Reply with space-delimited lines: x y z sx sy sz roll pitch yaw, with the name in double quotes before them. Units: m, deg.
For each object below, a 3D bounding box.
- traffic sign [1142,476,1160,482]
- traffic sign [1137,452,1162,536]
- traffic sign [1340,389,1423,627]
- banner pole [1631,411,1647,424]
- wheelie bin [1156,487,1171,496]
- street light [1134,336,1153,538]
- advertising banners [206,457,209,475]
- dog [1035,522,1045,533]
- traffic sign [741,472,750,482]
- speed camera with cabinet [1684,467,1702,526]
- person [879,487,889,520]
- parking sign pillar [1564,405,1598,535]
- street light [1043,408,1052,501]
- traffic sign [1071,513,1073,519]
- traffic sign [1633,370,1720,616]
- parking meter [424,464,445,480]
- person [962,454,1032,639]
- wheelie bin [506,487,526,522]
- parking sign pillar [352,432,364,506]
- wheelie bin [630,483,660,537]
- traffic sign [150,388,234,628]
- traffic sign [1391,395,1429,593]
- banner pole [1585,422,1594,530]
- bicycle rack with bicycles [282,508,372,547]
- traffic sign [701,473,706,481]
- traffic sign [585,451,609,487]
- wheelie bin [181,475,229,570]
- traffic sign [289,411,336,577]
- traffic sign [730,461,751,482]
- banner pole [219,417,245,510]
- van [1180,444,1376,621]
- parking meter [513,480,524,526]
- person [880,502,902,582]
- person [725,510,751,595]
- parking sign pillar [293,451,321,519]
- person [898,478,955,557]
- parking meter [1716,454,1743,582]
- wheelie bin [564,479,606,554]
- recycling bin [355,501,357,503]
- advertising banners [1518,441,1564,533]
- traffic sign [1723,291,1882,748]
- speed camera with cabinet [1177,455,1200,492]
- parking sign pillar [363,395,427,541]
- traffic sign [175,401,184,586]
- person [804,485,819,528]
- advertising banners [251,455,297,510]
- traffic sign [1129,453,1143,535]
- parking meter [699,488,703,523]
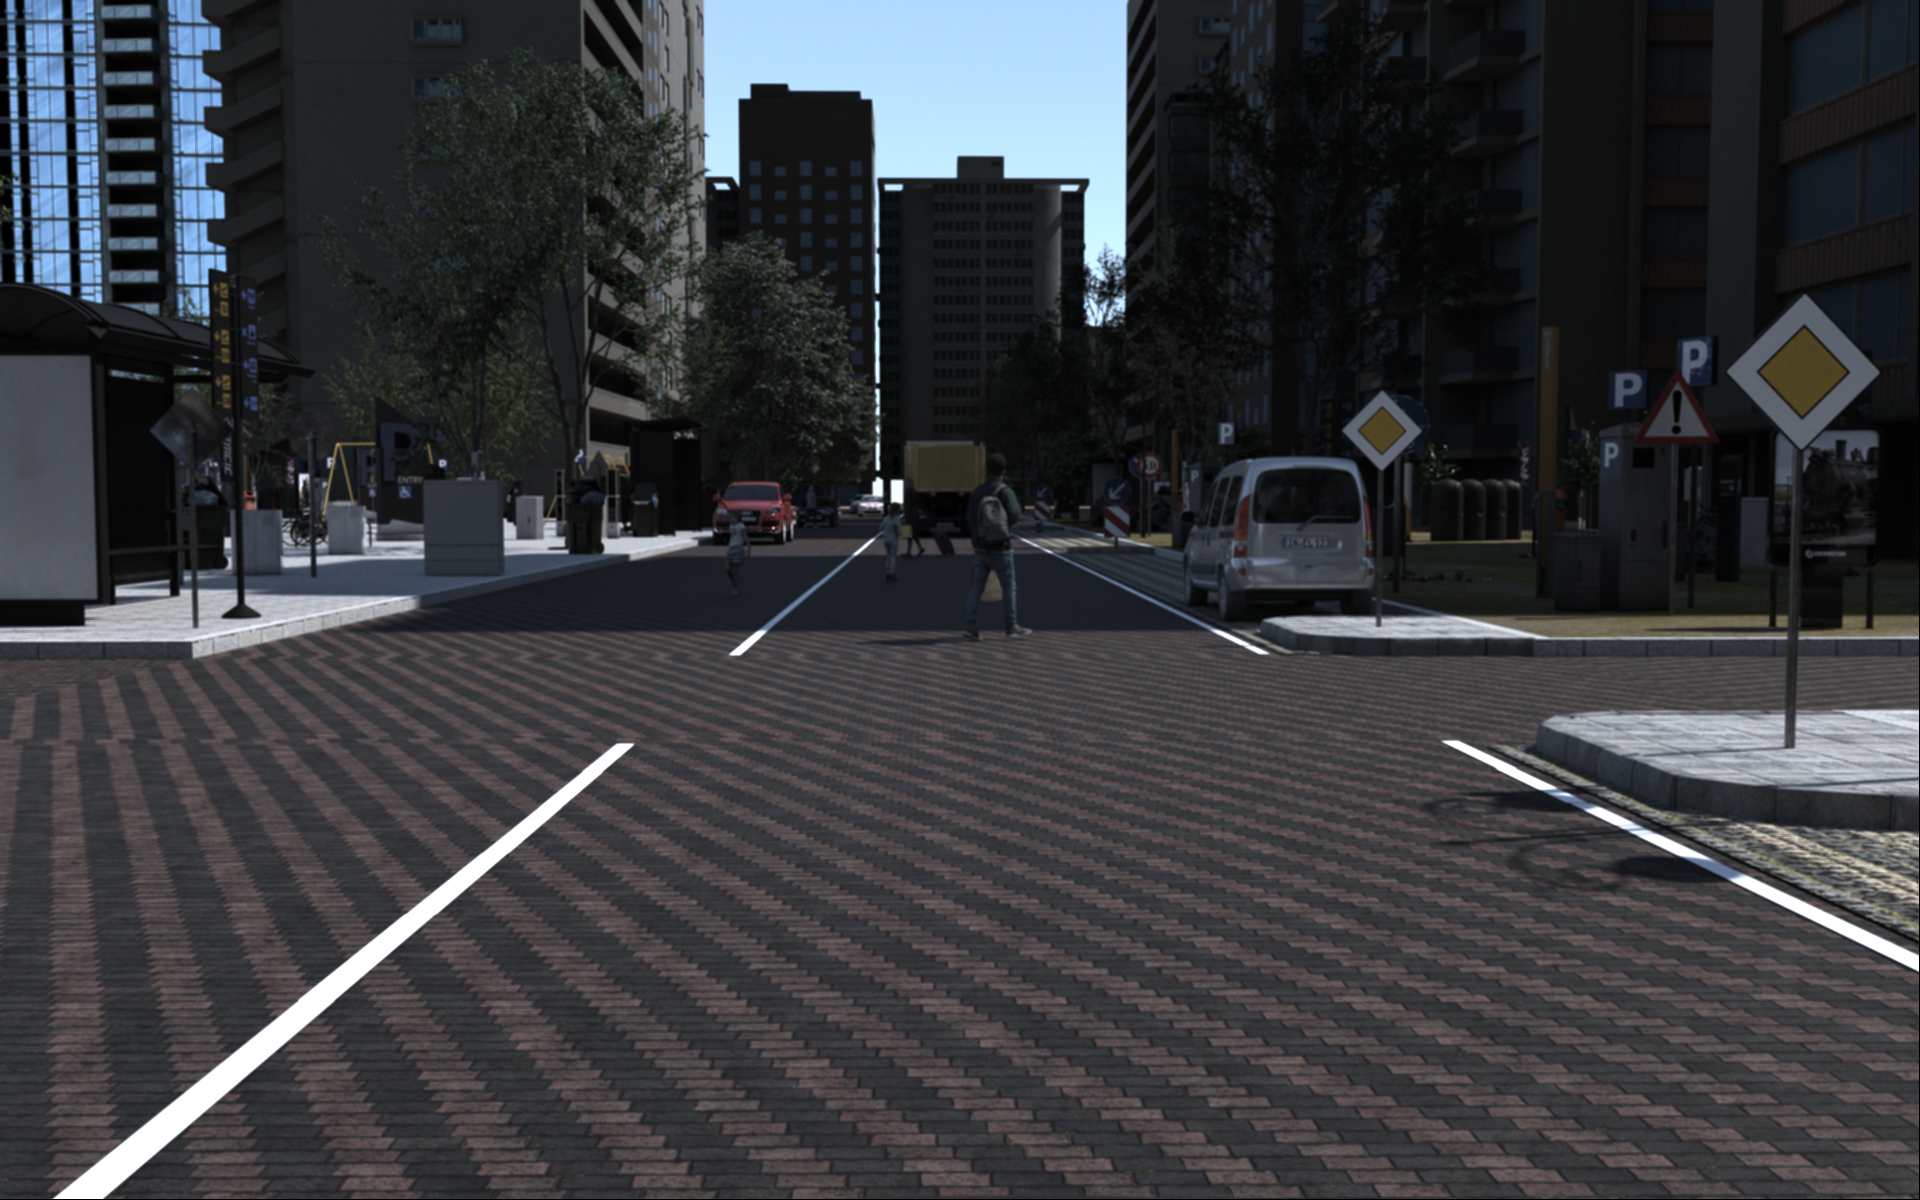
"traffic sign" 8.051 -4.492 73.446 0.884 2.594 0.081 0 4 8
"traffic sign" 5.793 -3.233 52.959 0.768 2.556 0.104 0 4 3
"traffic sign" 4.043 -0.797 16.675 0.795 2.450 0.064 0 4 -1
"banner pole" 20.650 -3.837 52.750 0.401 3.779 0.863 -1 4 -19
"wheelie bin" 8.798 -4.072 74.485 0.693 1.594 0.980 2 4 28
"street light" 5.402 -4.770 50.781 0.468 5.910 1.993 0 4 -1
"advertising banners" -23.894 -3.582 54.748 0.090 3.025 2.074 -2 4 -31
"dog" 2.970 -2.655 63.600 0.748 0.427 0.550 -3 5 -41
"traffic sign" -11.368 -5.532 90.548 0.768 2.556 0.104 0 4 1
"speed camera with cabinet" 25.749 -3.946 58.848 2.038 3.252 0.660 3 5 44
"person" -4.122 -5.320 95.467 0.705 1.826 1.348 1 4 16
"parking sign pillar" 18.849 -3.949 53.034 1.447 3.967 1.447 2 4 30
"street light" 4.624 -7.245 91.249 0.468 5.910 1.993 0 4 -1
"traffic sign" 5.878 -5.541 90.707 0.768 2.556 0.104 0 4 5
"traffic sign" 7.511 -1.114 18.225 0.884 2.594 0.081 0 4 4
"parking meter" -10.271 -1.725 33.916 0.255 1.863 0.399 1 4 12
"person" 0.306 -0.521 17.002 0.713 1.824 0.794 -3 4 -36
"wheelie bin" -20.050 -4.305 78.298 0.693 1.594 0.980 1 4 21
"parking sign pillar" -25.736 -5.321 75.465 1.447 3.967 1.447 3 5 39
"wheelie bin" -9.386 -2.679 51.708 0.980 1.594 0.693 1 4 18
"traffic sign" -7.300 -0.786 16.486 0.795 2.450 0.064 0 4 -1
"traffic sign" 5.656 -1.363 22.395 0.768 2.556 0.104 0 4 6
"banner pole" 21.711 -4.276 59.922 0.863 3.779 0.401 -3 5 -41
"bicycle rack with bicycles" -15.962 -1.808 42.946 2.925 0.926 2.852 -2 4 -33
"traffic sign" -10.987 -4.398 71.912 0.884 2.594 0.081 0 4 2
"traffic sign" -10.821 -3.174 51.897 0.884 2.594 0.081 0 4 7
"wheelie bin" -12.884 -1.316 29.432 0.980 1.594 0.693 3 4 36
"traffic sign" -9.991 -1.627 26.701 0.768 2.556 0.104 0 4 8
"traffic sign" -8.635 -4.165 68.108 0.884 2.594 0.081 0 4 6
"banner pole" -19.041 -3.388 45.419 0.863 3.779 0.401 0 4 6
"van" 3.728 -0.841 20.764 2.013 2.044 4.112 0 4 -1
"parking meter" -17.804 -3.921 69.817 0.399 1.863 0.255 2 4 32
"person" -1.112 -0.954 28.373 0.425 1.301 0.394 1 4 21
"person" -3.121 -0.681 24.655 0.505 1.210 0.382 3 5 40
"parking sign pillar" -33.773 -6.186 89.614 1.447 3.967 1.447 -3 5 -43
"person" -0.790 -1.902 39.816 1.509 1.804 0.699 -2 4 -29
"parking meter" 11.270 -1.203 25.379 0.255 1.863 0.399 3 4 37
"wheelie bin" -8.017 -1.782 37.050 0.980 1.594 0.693 1 4 18
"recycling bin" -23.625 -3.313 66.729 0.722 1.027 0.722 -1 4 -23
"advertising banners" 18.965 -3.671 56.211 0.090 3.025 2.074 -3 4 -38
"traffic sign" 4.191 -0.309 8.692 0.795 2.450 0.064 0 4 -1
"speed camera with cabinet" 11.347 -5.674 87.103 2.038 3.252 0.660 0 4 1
"parking sign pillar" -15.346 -3.617 47.610 1.447 3.967 1.447 -3 4 -37
"traffic sign" -10.934 -1.482 24.240 0.884 2.594 0.081 0 4 3
"person" -6.281 -3.909 72.587 0.728 1.800 0.709 -3 5 -44
"advertising banners" -30.930 -5.005 78.016 2.074 3.025 0.090 -2 4 -25
"traffic sign" 5.666 -3.307 54.173 0.768 2.556 0.104 0 4 4
"parking meter" -9.364 -3.417 61.583 0.399 1.863 0.255 0 3 0
